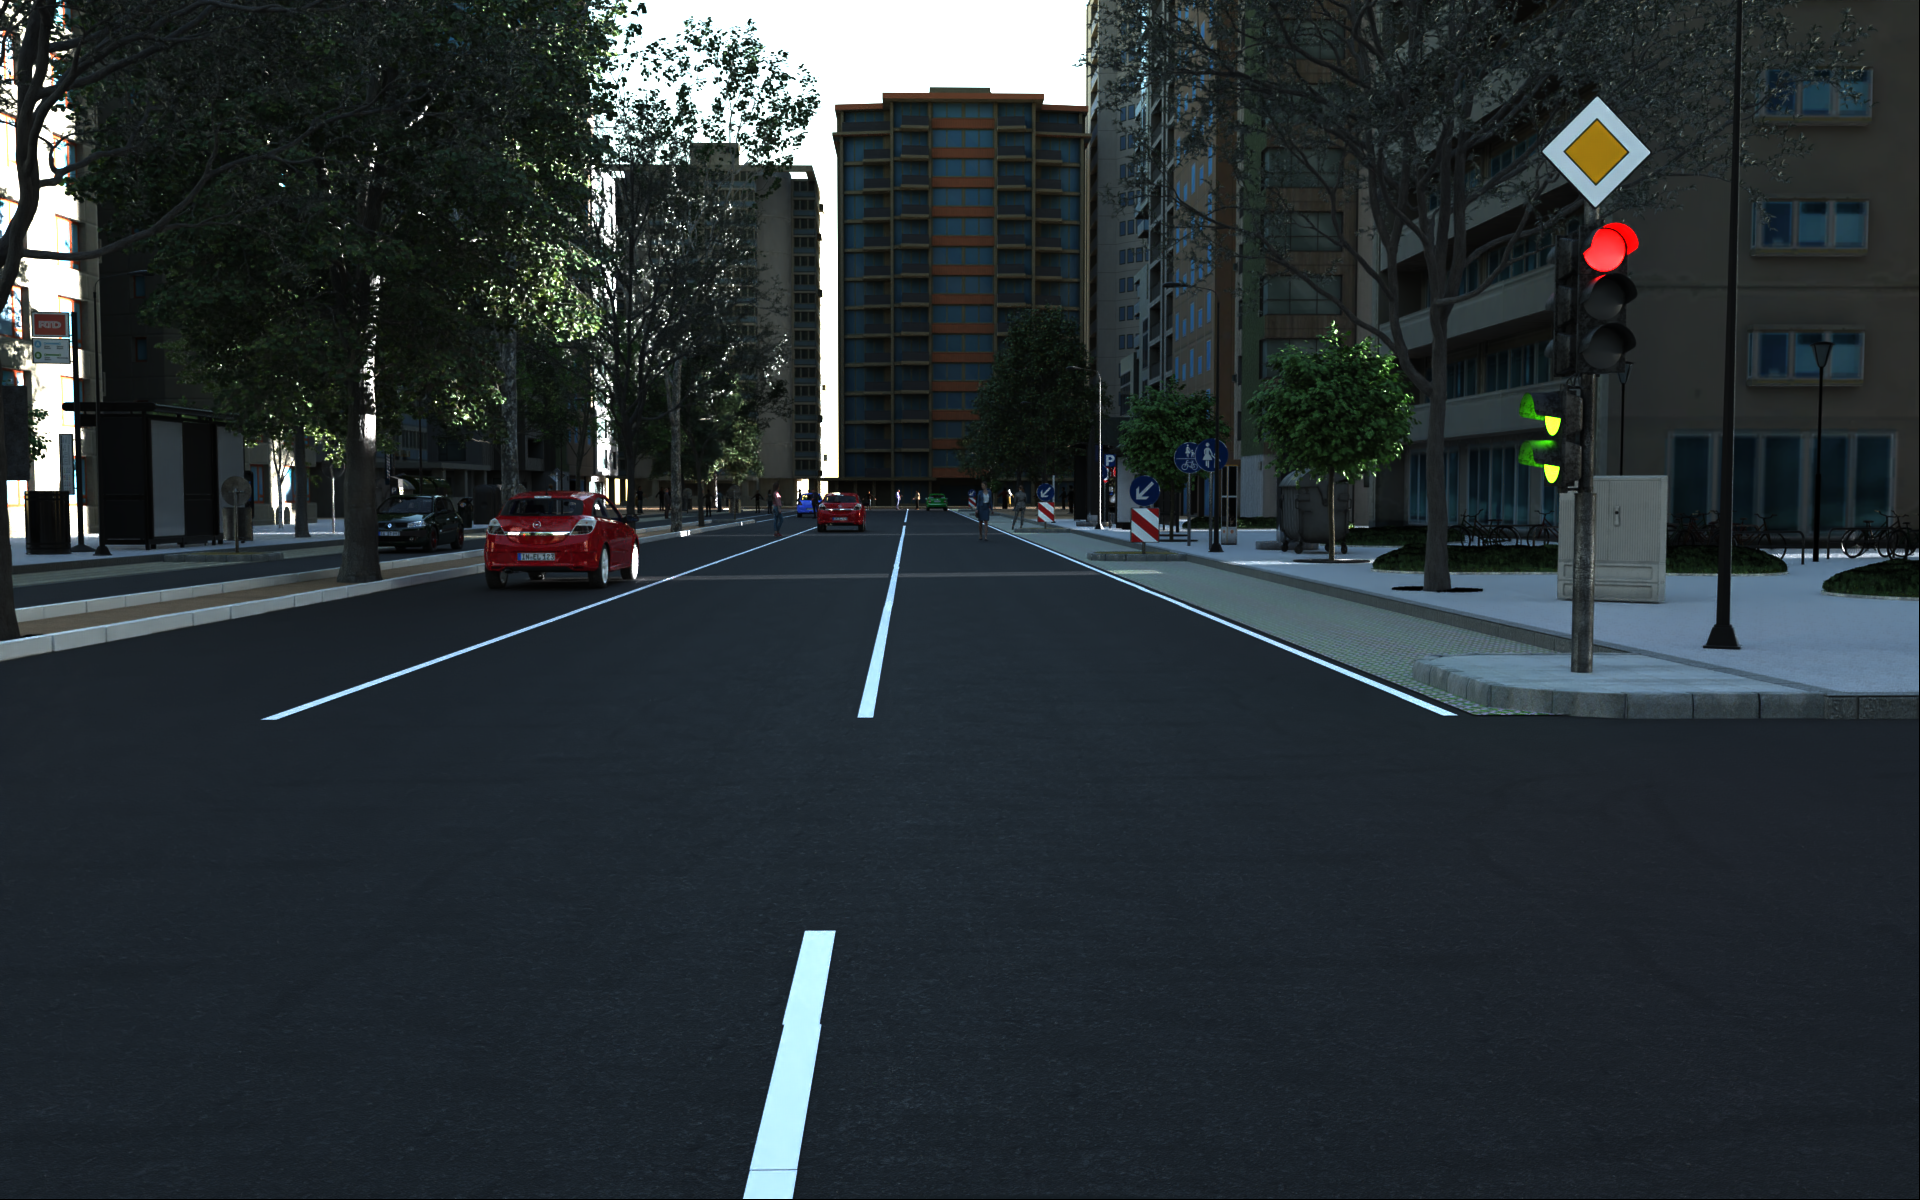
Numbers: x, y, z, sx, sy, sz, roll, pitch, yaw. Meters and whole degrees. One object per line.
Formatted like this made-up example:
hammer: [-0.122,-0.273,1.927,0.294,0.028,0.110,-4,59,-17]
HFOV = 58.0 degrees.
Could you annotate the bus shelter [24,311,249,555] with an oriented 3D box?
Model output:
bus shelter: [-19.374,-3.867,40.856,2.179,5.291,8.768,0,4,-2]

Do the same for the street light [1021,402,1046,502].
street light: [3.747,-7.007,87.104,1.470,5.913,1.316,0,4,-2]

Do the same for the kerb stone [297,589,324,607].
kerb stone: [-8.489,-0.012,22.412,0.120,0.150,1.000,0,4,-2]

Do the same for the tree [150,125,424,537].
tree: [-19.953,-8.124,50.954,7.486,12.596,7.792,0,3,0]

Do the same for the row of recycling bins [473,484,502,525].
row of recycling bins: [-20.128,-4.130,74.645,1.069,1.692,3.534,0,3,0]

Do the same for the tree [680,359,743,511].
tree: [-20.802,-13.620,129.339,9.857,13.997,8.962,0,3,0]

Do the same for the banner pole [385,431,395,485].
banner pole: [-19.250,-4.193,58.568,0.863,3.779,0.401,3,5,45]

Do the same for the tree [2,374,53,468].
tree: [-23.941,-3.564,41.990,4.285,4.588,4.351,0,3,0]

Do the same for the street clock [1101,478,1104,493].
street clock: [5.622,-4.057,70.910,0.471,2.002,0.358,2,4,33]

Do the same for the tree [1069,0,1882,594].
tree: [6.167,-6.860,22.537,12.009,13.543,11.850,0,3,0]

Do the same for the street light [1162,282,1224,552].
street light: [5.124,-4.010,38.108,1.470,5.913,1.316,0,4,-2]

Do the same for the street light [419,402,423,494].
street light: [-18.120,-5.343,59.903,1.470,5.913,1.316,0,4,-2]

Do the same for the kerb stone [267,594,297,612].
kerb stone: [-8.464,0.056,21.390,0.120,0.150,1.000,0,4,-2]

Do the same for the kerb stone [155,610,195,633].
kerb stone: [-8.375,0.239,18.292,0.120,0.150,1.000,0,4,-2]

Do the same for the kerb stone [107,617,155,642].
kerb stone: [-8.338,0.303,17.271,0.120,0.150,1.000,0,4,-2]

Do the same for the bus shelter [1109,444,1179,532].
bus shelter: [6.479,-4.052,60.173,2.014,3.302,5.546,0,4,-2]

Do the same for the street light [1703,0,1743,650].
street light: [5.823,-2.552,14.266,1.470,5.913,1.316,0,4,-2]

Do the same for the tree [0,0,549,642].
tree: [-9.363,-6.334,16.389,12.009,13.543,11.850,0,3,0]

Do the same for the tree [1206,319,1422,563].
tree: [7.040,-2.998,32.735,4.285,4.588,4.351,0,3,0]

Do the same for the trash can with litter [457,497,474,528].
trash can with litter: [-18.797,-3.295,65.259,1.055,1.170,0.624,3,5,41]

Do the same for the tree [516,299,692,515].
tree: [-19.683,-10.024,89.651,9.928,11.665,9.643,0,3,0]

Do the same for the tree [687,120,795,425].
tree: [-10.134,-8.572,52.982,12.009,13.543,11.850,0,3,0]

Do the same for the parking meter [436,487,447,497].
parking meter: [-18.249,-3.216,60.996,0.372,1.533,0.369,0,3,0]

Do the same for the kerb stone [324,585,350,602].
kerb stone: [-8.519,-0.077,23.447,0.120,0.150,1.000,0,4,-2]

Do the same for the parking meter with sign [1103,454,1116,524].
parking meter with sign: [6.669,-4.802,74.779,0.543,3.016,1.738,-1,4,-10]

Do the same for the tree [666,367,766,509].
tree: [-21.626,-14.447,153.217,9.611,12.733,9.660,0,3,0]

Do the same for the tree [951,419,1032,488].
tree: [2.858,-13.746,159.156,8.767,10.594,7.601,-3,4,-39]

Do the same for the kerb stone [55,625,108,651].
kerb stone: [-8.308,0.364,16.248,0.120,0.150,1.000,0,4,-2]

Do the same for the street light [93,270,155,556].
street light: [-17.397,-3.885,36.062,1.470,5.913,1.316,0,4,-2]

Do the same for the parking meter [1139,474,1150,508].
parking meter: [5.337,-2.709,49.997,0.255,1.863,0.399,1,4,18]

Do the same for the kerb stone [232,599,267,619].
kerb stone: [-8.421,0.113,20.351,0.120,0.150,1.000,0,4,-2]

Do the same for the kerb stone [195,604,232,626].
kerb stone: [-8.401,0.176,19.314,0.120,0.150,1.000,0,4,-2]

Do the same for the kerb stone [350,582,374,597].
kerb stone: [-8.542,-0.138,24.483,0.120,0.150,1.000,0,4,-2]

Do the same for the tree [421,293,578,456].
tree: [-20.628,-8.743,77.360,7.601,10.594,8.767,-1,4,-10]

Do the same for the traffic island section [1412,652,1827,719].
traffic island section: [4.504,0.599,12.488,2.009,0.180,2.903,0,4,-2]

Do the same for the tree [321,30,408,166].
tree: [-11.252,-11.039,38.838,12.611,20.169,13.585,0,3,0]

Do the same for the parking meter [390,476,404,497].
parking meter: [-18.482,-3.128,56.857,0.399,1.863,0.255,1,4,20]

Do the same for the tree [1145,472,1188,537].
tree: [6.446,-3.563,52.863,1.663,3.219,1.824,0,3,0]

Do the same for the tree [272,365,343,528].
tree: [-25.459,-7.017,65.087,4.737,8.622,4.395,0,3,0]

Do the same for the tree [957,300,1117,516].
tree: [4.934,-11.350,102.582,9.611,12.733,9.660,0,3,0]

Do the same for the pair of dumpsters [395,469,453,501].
pair of dumpsters: [-20.798,-3.914,66.486,1.574,2.255,4.437,0,4,-2]

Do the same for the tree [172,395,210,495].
tree: [-25.710,-4.516,57.557,4.285,4.588,4.351,0,3,0]

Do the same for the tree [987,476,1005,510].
tree: [2.793,-9.164,144.430,1.663,3.219,1.824,0,3,0]

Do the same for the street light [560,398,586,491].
street light: [-18.792,-6.816,83.976,1.470,5.913,1.316,0,4,-2]

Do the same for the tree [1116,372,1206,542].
tree: [5.744,-3.867,46.947,4.285,4.588,4.351,0,3,0]

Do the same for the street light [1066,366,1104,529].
street light: [4.543,-5.541,63.135,1.470,5.913,1.316,0,4,-2]

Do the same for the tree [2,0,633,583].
tree: [-9.743,-7.256,27.753,9.857,13.997,8.962,0,3,0]

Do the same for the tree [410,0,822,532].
tree: [-11.868,-12.647,65.122,12.611,20.169,13.585,0,3,0]

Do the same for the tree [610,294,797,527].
tree: [-11.266,-8.486,75.622,8.767,10.594,7.601,0,4,-2]
